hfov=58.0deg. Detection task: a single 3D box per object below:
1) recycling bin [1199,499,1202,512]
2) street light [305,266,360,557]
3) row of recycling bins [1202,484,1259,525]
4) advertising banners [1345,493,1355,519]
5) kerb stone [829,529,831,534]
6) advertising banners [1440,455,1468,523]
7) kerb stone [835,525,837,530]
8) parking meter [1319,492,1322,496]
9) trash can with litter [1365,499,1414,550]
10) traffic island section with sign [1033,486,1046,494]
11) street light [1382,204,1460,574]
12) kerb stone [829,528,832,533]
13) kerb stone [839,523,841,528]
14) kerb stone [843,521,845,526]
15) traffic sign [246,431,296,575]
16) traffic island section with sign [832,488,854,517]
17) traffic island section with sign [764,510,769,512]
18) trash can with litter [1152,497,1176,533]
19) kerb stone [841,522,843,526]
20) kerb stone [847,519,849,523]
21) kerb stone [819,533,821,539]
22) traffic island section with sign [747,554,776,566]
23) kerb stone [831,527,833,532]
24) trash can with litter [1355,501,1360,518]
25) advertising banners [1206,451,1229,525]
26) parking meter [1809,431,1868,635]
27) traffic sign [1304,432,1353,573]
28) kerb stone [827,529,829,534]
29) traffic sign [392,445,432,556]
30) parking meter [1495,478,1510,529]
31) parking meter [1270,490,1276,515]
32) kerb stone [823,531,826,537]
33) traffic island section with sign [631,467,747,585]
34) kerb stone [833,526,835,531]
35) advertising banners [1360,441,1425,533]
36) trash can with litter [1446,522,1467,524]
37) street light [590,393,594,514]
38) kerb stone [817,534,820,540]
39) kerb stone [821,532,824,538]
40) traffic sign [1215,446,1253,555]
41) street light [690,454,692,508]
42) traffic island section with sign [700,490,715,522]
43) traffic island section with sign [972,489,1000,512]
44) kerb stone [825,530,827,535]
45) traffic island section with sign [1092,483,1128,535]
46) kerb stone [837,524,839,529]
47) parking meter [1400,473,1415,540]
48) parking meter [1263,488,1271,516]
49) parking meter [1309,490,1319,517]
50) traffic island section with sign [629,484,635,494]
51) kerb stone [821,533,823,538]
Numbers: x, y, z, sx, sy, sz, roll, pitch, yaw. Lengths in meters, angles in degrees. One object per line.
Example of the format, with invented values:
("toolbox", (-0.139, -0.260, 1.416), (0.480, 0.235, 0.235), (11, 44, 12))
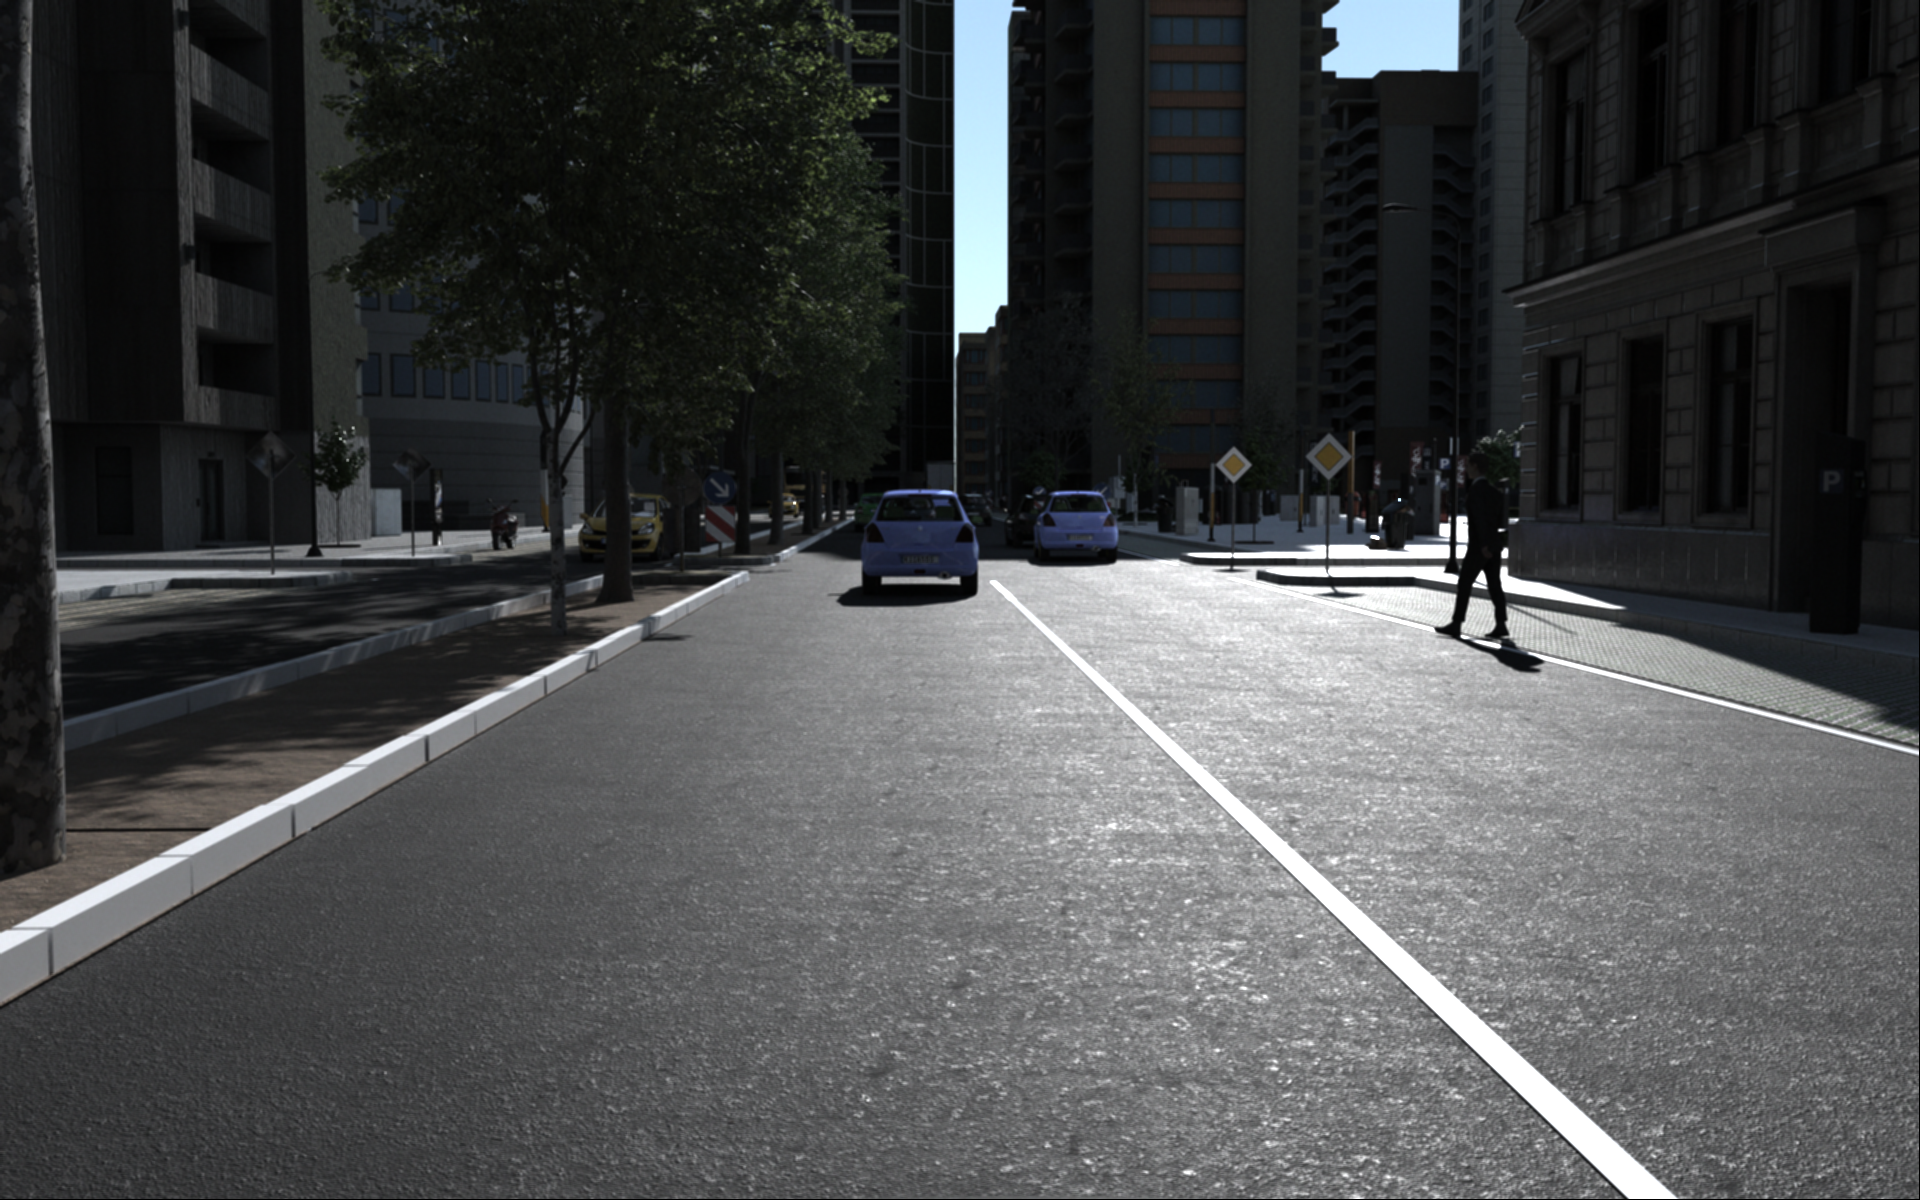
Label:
("recycling bin", (12.645, -4.826, 91.451), (0.722, 1.027, 0.722), (3, 5, 41))
("street light", (-12.683, -3.840, 35.319), (1.470, 5.913, 1.316), (0, 4, -2))
("row of recycling bins", (11.663, -4.107, 74.267), (1.069, 1.692, 3.534), (3, 5, 44))
("advertising banners", (20.910, -5.717, 89.657), (2.074, 3.025, 0.090), (-1, 4, -14))
("kerb stone", (-4.688, -2.340, 60.499), (0.120, 0.150, 1.000), (0, 4, -2))
("advertising banners", (21.601, -4.967, 77.406), (2.074, 3.025, 0.090), (1, 4, 11))
("kerb stone", (-4.892, -2.718, 66.629), (0.120, 0.150, 1.000), (0, 4, -2))
("parking meter", (22.385, -6.241, 107.755), (0.255, 1.863, 0.399), (2, 4, 23))
("trash can with litter", (9.936, -1.755, 40.084), (1.055, 1.170, 0.624), (-2, 4, -31))
("traffic island section with sign", (3.896, -4.875, 88.326), (1.989, 1.847, 2.006), (0, 4, -2))
("street light", (7.457, -3.387, 27.926), (1.470, 5.913, 1.316), (0, 4, -2))
("kerb stone", (-4.713, -2.405, 61.521), (0.120, 0.150, 1.000), (0, 4, -2))
("kerb stone", (-5.036, -2.969, 70.733), (0.120, 0.150, 1.000), (0, 4, -2))
("kerb stone", (-5.221, -3.281, 75.860), (0.120, 0.150, 1.000), (0, 4, -2))
("traffic sign", (-10.959, -1.463, 27.569), (0.795, 2.450, 0.064), (0, 4, -2))
("traffic island section with sign", (-7.481, -6.266, 110.582), (2.006, 1.907, 1.989), (0, 4, -2))
("traffic island section with sign", (-14.496, -7.871, 137.319), (1.989, 1.847, 2.006), (0, 4, -2))
("trash can with litter", (6.968, -2.835, 57.746), (1.055, 1.170, 0.624), (-3, 5, -40))
("kerb stone", (-5.114, -3.094, 72.777), (0.120, 0.150, 1.000), (0, 4, -2))
("kerb stone", (-5.403, -3.597, 81.005), (0.120, 0.150, 1.000), (0, 4, -2))
("kerb stone", (-4.426, -1.904, 53.330), (0.120, 0.150, 1.000), (0, 4, -2))
("traffic island section with sign", (-4.846, -1.673, 35.489), (2.006, 1.907, 1.989), (0, 4, -2))
("kerb stone", (-4.756, -2.468, 62.542), (0.120, 0.150, 1.000), (0, 4, -2))
("trash can with litter", (21.475, -5.002, 93.164), (0.624, 1.170, 1.055), (-3, 5, -41))
("advertising banners", (10.641, -4.594, 71.307), (0.090, 3.025, 2.074), (-1, 4, -17))
("parking meter", (8.076, -0.624, 15.920), (0.255, 1.863, 0.399), (-2, 4, -35))
("traffic sign", (5.975, -1.498, 28.139), (0.795, 2.450, 0.064), (0, 4, -2))
("kerb stone", (-4.650, -2.280, 59.475), (0.120, 0.150, 1.000), (0, 4, -2))
("traffic sign", (-11.238, -1.951, 35.549), (0.795, 2.450, 0.064), (0, 4, -2))
("parking meter", (20.013, -3.551, 63.770), (0.399, 1.863, 0.255), (-3, 4, -37))
("parking meter", (18.926, -5.896, 104.804), (0.372, 1.533, 0.369), (0, 3, 0))
("kerb stone", (-4.539, -2.092, 56.404), (0.120, 0.150, 1.000), (0, 4, -2))
("traffic island section with sign", (-4.597, -1.220, 28.086), (2.006, 1.907, 1.989), (0, 4, -2))
("kerb stone", (-4.824, -2.589, 64.586), (0.120, 0.150, 1.000), (0, 4, -2))
("advertising banners", (14.321, -3.729, 57.150), (2.074, 3.025, 0.090), (0, 4, -7))
("trash can with litter", (21.856, -3.858, 74.136), (2.233, 1.210, 1.678), (0, 4, 1))
("street light", (-13.915, -5.836, 67.952), (1.470, 5.913, 1.316), (0, 4, -2))
("kerb stone", (-4.399, -1.834, 52.306), (0.120, 0.150, 1.000), (0, 4, -2))
("kerb stone", (-4.507, -2.015, 55.380), (0.120, 0.150, 1.000), (0, 4, -2))
("traffic sign", (5.696, -1.986, 36.119), (0.795, 2.450, 0.064), (0, 4, -2))
("street light", (-15.015, -7.805, 100.151), (1.470, 5.913, 1.316), (0, 4, -2))
("traffic island section with sign", (-12.771, -4.863, 88.140), (1.989, 1.847, 2.006), (0, 4, -2))
("traffic island section with sign", (2.164, -7.915, 138.030), (1.989, 1.847, 2.006), (0, 4, -2))
("kerb stone", (-4.571, -2.155, 57.425), (0.120, 0.150, 1.000), (0, 4, -2))
("traffic island section with sign", (4.832, -3.227, 61.387), (1.989, 1.847, 2.006), (0, 4, -2))
("kerb stone", (-4.973, -2.844, 68.689), (0.120, 0.150, 1.000), (0, 4, -2))
("parking meter", (12.433, -2.595, 48.135), (0.255, 1.863, 0.399), (3, 5, 44))
("parking meter", (18.083, -5.889, 101.998), (0.399, 1.863, 0.255), (-1, 4, -22))
("parking meter", (19.424, -5.481, 95.330), (0.255, 1.863, 0.399), (2, 4, 35))
("traffic island section with sign", (-11.837, -3.215, 61.201), (1.989, 1.847, 2.006), (0, 4, -2))
("kerb stone", (-4.471, -1.962, 54.351), (0.120, 0.150, 1.000), (0, 4, -2))
